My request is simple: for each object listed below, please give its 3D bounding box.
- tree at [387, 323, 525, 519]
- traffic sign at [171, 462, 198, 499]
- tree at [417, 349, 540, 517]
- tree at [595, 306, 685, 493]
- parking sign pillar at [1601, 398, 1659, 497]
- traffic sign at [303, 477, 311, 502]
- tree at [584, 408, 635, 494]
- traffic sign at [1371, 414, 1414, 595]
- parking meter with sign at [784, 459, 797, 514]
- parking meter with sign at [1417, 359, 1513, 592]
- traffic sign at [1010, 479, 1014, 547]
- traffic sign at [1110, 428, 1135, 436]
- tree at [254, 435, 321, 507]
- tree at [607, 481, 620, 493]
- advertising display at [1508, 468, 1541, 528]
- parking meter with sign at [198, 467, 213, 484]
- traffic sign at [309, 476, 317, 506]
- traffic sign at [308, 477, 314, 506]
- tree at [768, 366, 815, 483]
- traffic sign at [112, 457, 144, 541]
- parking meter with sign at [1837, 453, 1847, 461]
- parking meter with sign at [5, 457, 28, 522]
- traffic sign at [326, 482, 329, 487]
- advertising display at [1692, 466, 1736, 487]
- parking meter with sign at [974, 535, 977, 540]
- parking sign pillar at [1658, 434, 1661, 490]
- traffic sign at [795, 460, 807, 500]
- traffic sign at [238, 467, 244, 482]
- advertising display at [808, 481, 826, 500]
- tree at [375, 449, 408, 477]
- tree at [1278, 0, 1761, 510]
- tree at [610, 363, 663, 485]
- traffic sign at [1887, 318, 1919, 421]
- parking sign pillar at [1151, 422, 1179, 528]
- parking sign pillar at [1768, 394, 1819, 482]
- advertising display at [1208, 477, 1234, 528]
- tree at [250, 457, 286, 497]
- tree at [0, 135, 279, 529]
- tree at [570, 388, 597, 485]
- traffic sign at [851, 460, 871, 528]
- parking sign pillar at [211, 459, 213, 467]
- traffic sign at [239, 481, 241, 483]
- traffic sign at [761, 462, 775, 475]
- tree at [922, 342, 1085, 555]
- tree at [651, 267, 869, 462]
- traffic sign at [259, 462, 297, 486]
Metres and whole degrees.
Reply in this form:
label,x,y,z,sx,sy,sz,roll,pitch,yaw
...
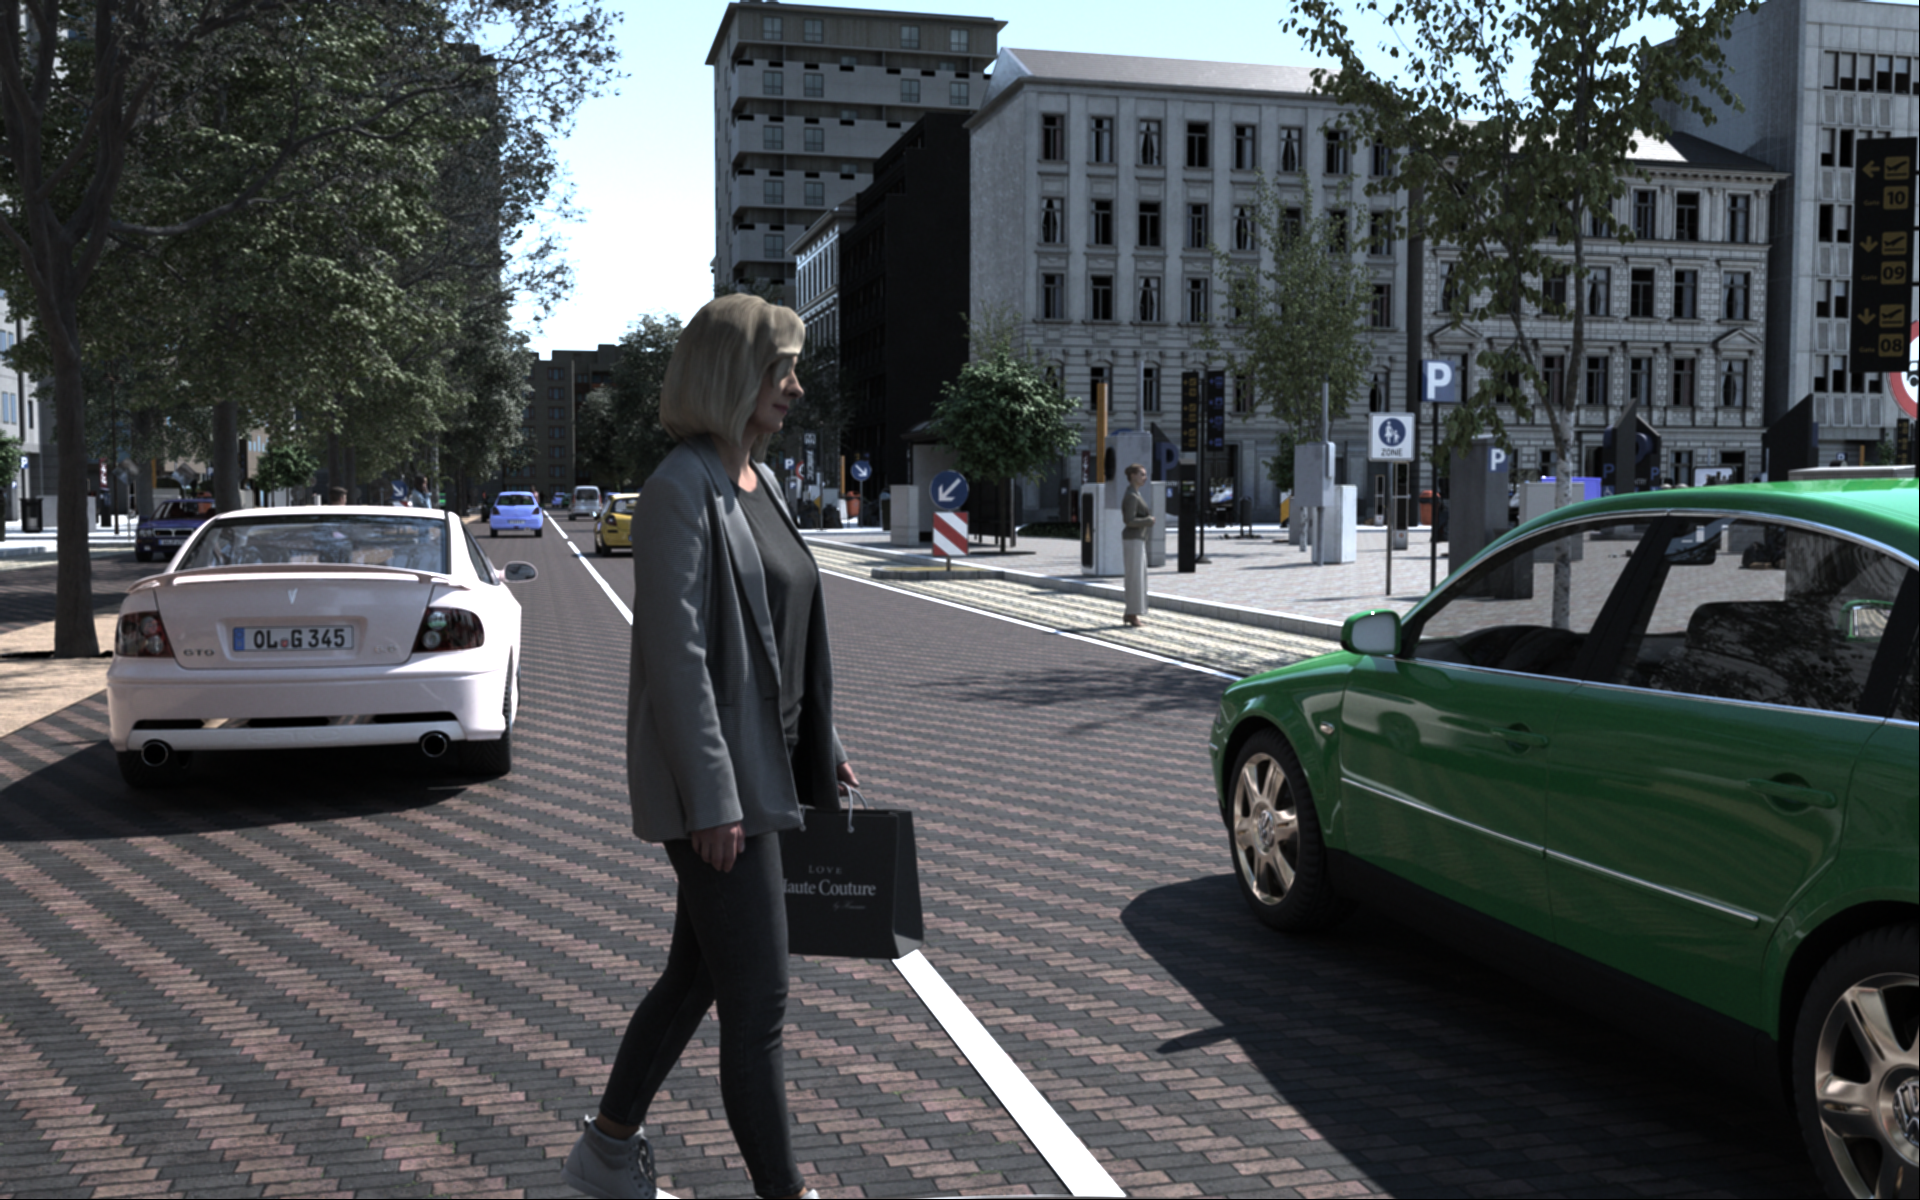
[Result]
label,x,y,z,sx,sy,sz,roll,pitch,yaw
tree,-28.686,-10.448,99.030,9.928,11.665,9.643,0,3,0
traffic sign,-24.524,-3.130,54.823,0.795,2.450,0.064,-1,4,-14
tree,-31.263,-11.562,108.509,9.611,12.733,9.660,0,3,0
tree,-19.430,-12.866,117.010,9.857,13.997,8.962,0,3,0
parking sign pillar,18.362,-3.659,48.296,1.447,3.967,1.447,3,5,44
traffic sign,-42.445,-6.861,112.285,0.768,2.556,0.104,-1,4,-8
tree,-33.526,-14.544,172.199,8.767,10.594,7.601,1,4,22
traffic sign,5.429,-1.208,21.879,0.606,2.300,0.079,-1,4,-11
parking meter with sign,-8.188,-5.379,84.204,0.543,3.016,1.738,-1,4,-13
parking meter with sign,6.532,-1.564,21.828,0.543,3.016,1.738,-2,4,-24
traffic sign,1.253,-2.543,41.684,0.768,2.556,0.104,-1,4,-10
traffic sign,3.170,-2.045,33.542,0.768,2.556,0.104,-1,4,-10
tree,-36.429,-6.732,93.780,4.285,4.588,4.351,0,3,0
tree,-41.286,-12.977,206.768,1.663,3.219,1.824,0,3,0
advertising display,14.072,-2.331,43.329,0.974,1.923,0.123,-1,4,-16
parking meter with sign,-48.886,-7.076,111.945,0.543,3.016,1.738,1,4,12
traffic sign,-44.600,-7.274,119.030,0.768,2.556,0.104,-1,4,-9
traffic sign,-43.848,-7.121,116.534,0.768,2.556,0.104,0,4,-5
tree,-9.336,-7.789,77.717,4.360,8.622,3.978,0,3,0
traffic sign,-22.603,-2.656,47.071,0.795,2.450,0.064,-1,4,-14
parking meter with sign,38.058,-4.718,73.394,1.738,3.016,0.543,-1,4,-12
parking meter with sign,-44.384,-5.167,80.740,1.738,3.016,0.543,0,4,8
traffic sign,-44.674,-7.540,123.290,0.884,2.594,0.081,-1,4,-9
advertising display,17.434,-2.132,40.075,0.123,1.923,0.974,-3,5,-41
parking meter with sign,-0.377,-3.186,48.345,1.738,3.016,0.543,-1,4,-9
parking sign pillar,21.453,-4.045,54.615,1.447,3.967,1.447,-1,4,-20
traffic sign,-5.801,-3.978,65.145,0.768,2.556,0.104,0,4,-6
traffic sign,-33.093,-4.831,79.098,0.768,2.556,0.104,0,4,-6
advertising display,-7.193,-5.015,87.214,0.974,1.923,0.123,1,4,18
tree,-59.857,-15.363,185.591,8.767,10.594,7.601,2,4,26
tree,5.183,-3.977,15.392,4.737,8.622,4.395,0,3,0
tree,-26.534,-14.132,149.184,7.486,12.596,7.792,0,3,0
traffic sign,6.952,-0.757,12.490,0.768,2.556,0.104,-1,4,-13
parking sign pillar,7.746,-4.700,65.319,1.447,3.967,1.447,3,5,44
parking sign pillar,22.673,-3.589,47.144,1.447,3.967,1.447,-1,4,-23
advertising display,9.854,-3.683,65.428,0.974,1.923,0.123,-1,4,-11
tree,-35.975,-5.848,90.218,1.663,3.219,1.824,0,3,0
tree,-29.210,-9.504,62.054,9.857,13.997,8.962,0,3,0
tree,-39.934,-17.849,198.488,9.857,13.997,8.962,0,3,0
traffic sign,-3.746,-4.009,65.659,0.768,2.556,0.104,0,4,-6
parking sign pillar,-52.872,-8.288,123.983,1.447,3.967,1.447,2,4,27
traffic sign,-37.984,-5.540,90.685,0.768,2.556,0.104,-1,4,-13
traffic sign,-5.859,-2.908,51.186,0.795,2.450,0.064,-1,4,-14
tree,0.853,-3.269,37.157,4.285,4.588,4.351,0,3,0
tree,-7.934,-8.342,70.801,8.767,10.594,7.601,-1,4,-16
traffic sign,-40.999,-6.754,104.298,2.265,3.308,0.079,-1,4,-11
